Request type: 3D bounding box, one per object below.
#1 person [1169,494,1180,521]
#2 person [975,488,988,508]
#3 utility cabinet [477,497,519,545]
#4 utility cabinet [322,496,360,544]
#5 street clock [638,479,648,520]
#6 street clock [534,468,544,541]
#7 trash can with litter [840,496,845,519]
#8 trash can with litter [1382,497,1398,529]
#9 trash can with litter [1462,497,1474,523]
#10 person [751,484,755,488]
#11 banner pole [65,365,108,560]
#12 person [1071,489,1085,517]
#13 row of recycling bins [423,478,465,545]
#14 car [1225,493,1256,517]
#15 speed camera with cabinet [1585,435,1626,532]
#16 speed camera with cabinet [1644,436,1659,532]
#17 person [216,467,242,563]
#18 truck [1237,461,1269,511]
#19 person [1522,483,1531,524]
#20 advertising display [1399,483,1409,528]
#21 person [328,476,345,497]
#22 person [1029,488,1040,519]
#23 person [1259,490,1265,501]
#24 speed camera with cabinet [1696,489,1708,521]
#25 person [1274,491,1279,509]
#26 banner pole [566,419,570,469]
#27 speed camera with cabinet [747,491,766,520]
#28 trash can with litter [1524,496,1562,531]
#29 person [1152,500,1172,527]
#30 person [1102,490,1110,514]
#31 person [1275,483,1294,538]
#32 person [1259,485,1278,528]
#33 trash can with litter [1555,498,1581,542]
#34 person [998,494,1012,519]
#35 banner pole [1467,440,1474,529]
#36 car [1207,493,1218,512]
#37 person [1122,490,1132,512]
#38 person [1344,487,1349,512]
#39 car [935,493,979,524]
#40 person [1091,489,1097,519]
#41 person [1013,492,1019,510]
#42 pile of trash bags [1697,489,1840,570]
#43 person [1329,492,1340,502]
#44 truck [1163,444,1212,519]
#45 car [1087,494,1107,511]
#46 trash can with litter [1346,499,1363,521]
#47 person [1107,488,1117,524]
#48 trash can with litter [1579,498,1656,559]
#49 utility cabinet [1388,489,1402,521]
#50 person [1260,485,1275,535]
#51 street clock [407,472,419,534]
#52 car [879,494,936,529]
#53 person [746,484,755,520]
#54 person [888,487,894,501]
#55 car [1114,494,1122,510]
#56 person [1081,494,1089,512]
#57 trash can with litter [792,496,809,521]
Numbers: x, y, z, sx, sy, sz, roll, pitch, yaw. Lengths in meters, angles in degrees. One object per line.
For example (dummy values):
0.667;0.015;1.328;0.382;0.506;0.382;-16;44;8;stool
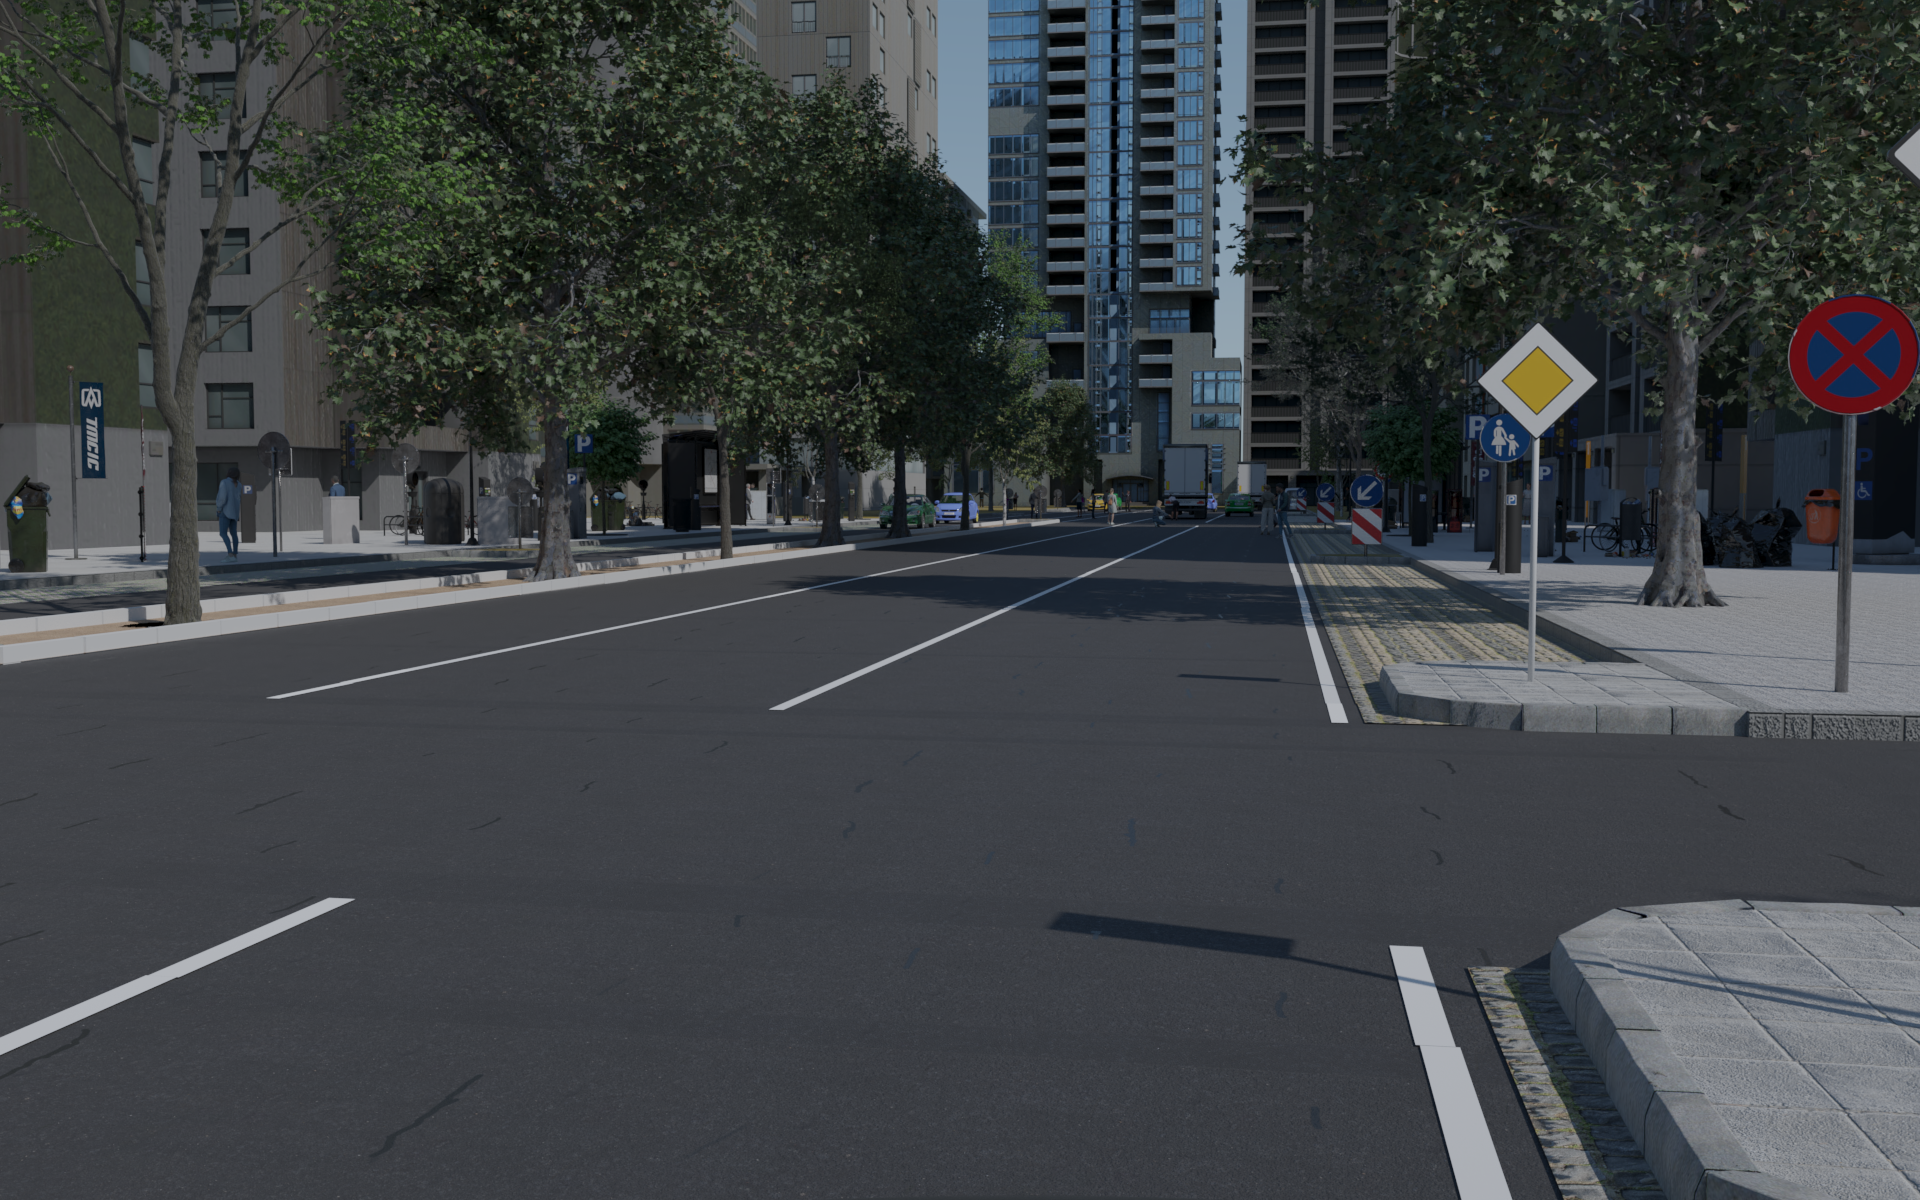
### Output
11.555;-5.019;93.751;0.799;1.438;0.628;2;4;35;person
1.974;-9.319;158.045;1.348;1.869;0.705;0;4;5;person
-11.745;-2.014;44.085;1.020;1.237;0.306;0;4;-7;utility cabinet
-15.984;-2.053;44.727;0.306;1.237;1.020;2;4;24;utility cabinet
-15.616;-4.948;85.469;0.471;2.002;0.358;0;4;-8;street clock
-11.468;-2.621;47.424;0.358;2.002;0.471;0;4;-2;street clock
-6.355;-4.720;88.554;0.624;1.170;1.055;-3;5;-41;trash can with litter
15.972;-3.216;63.973;0.624;1.170;1.055;0;4;-1;trash can with litter
22.935;-4.096;78.363;0.624;1.170;1.055;-1;4;-12;trash can with litter
-10.872;-5.182;90.799;0.581;1.822;0.654;-1;4;-22;person
-17.156;-2.688;33.966;0.401;3.779;0.863;3;4;38;banner pole
7.275;-5.935;106.326;1.217;1.735;0.721;-3;5;-43;person
-13.538;-2.343;45.425;1.069;1.692;3.534;-1;4;-14;row of recycling bins
17.849;-6.219;110.473;1.959;1.807;4.718;1;4;11;car
22.013;-3.959;59.061;0.660;3.252;2.038;3;5;45;speed camera with cabinet
23.543;-3.922;58.469;0.660;3.252;2.038;1;4;16;speed camera with cabinet
-13.736;-1.608;32.597;0.793;1.790;0.793;-1;4;-17;person
25.941;-10.081;153.743;2.839;4.237;11.283;1;4;10;truck
24.056;-4.086;73.419;0.480;1.755;0.524;1;4;17;person
16.753;-3.669;65.199;0.123;1.923;0.974;3;4;36;advertising display
-17.758;-2.638;49.353;0.419;1.800;0.721;0;4;8;person
4.305;-5.557;99.883;0.617;1.759;0.750;1;4;9;person
23.581;-7.676;134.028;0.705;1.821;1.348;3;5;39;person
25.790;-4.145;62.101;2.038;3.252;0.660;-1;4;-14;speed camera with cabinet
29.992;-9.483;163.555;1.348;1.822;0.705;-3;4;-39;person
-11.624;-3.691;50.370;0.401;3.779;0.863;2;4;30;banner pole
-10.485;-5.581;85.579;2.038;3.252;0.660;0;4;8;speed camera with cabinet
17.553;-2.465;51.362;1.678;1.210;2.233;2;4;27;trash can with litter
8.731;-3.788;75.933;0.738;1.151;1.012;-1;4;-20;person
10.856;-7.225;127.164;0.617;1.759;0.750;2;4;33;person
10.428;-2.887;56.053;0.721;1.781;0.623;-2;4;-27;person
13.207;-4.026;74.237;0.836;1.842;0.656;0;4;1;person
15.998;-2.122;46.089;1.055;1.170;0.624;-2;4;-35;trash can with litter
2.640;-5.457;100.938;0.991;1.433;0.599;-2;4;-33;person
19.163;-4.543;64.288;0.401;3.779;0.863;-2;4;-25;banner pole
19.564;-7.841;137.795;1.945;1.707;3.694;1;4;10;car
13.539;-8.027;140.540;0.742;1.727;0.445;-3;4;-37;person
28.320;-7.371;126.582;0.705;1.821;1.348;2;4;26;person
-0.193;-4.565;84.226;1.945;1.707;3.694;1;4;11;car
7.851;-5.602;100.816;0.721;1.735;1.217;0;4;7;person
4.328;-7.717;135.401;0.628;1.438;0.799;-2;4;-34;person
14.046;-1.266;30.450;1.912;1.369;3.447;-1;4;-20;pile of trash bags
24.496;-6.619;114.292;1.348;1.821;0.705;-1;4;-19;person
13.377;-6.924;102.122;2.839;4.237;11.283;1;4;9;truck
11.529;-8.165;143.721;2.015;1.641;3.980;1;4;9;car
19.623;-4.440;83.644;2.233;1.210;1.678;0;4;-2;trash can with litter
7.174;-4.427;81.880;0.512;1.701;0.522;2;4;24;person
14.065;-1.485;35.343;2.233;1.210;1.678;-1;4;-22;trash can with litter
20.505;-4.444;81.339;1.173;1.500;0.318;-2;4;-24;utility cabinet
10.848;-3.179;61.033;0.519;1.759;0.362;1;4;10;person
-17.639;-3.133;55.801;0.358;2.002;0.471;1;4;10;street clock
-2.166;-3.717;72.577;2.131;1.459;4.920;1;4;9;car
-10.252;-4.751;84.113;0.834;1.777;0.661;-2;4;-33;person
-3.073;-4.480;82.088;0.721;1.781;0.623;3;4;36;person
13.472;-8.964;155.363;1.959;1.807;4.718;1;4;11;car
9.720;-7.630;136.477;0.991;1.433;0.599;2;4;24;person
-7.143;-4.371;82.529;1.678;1.210;2.233;0;4;8;trash can with litter
